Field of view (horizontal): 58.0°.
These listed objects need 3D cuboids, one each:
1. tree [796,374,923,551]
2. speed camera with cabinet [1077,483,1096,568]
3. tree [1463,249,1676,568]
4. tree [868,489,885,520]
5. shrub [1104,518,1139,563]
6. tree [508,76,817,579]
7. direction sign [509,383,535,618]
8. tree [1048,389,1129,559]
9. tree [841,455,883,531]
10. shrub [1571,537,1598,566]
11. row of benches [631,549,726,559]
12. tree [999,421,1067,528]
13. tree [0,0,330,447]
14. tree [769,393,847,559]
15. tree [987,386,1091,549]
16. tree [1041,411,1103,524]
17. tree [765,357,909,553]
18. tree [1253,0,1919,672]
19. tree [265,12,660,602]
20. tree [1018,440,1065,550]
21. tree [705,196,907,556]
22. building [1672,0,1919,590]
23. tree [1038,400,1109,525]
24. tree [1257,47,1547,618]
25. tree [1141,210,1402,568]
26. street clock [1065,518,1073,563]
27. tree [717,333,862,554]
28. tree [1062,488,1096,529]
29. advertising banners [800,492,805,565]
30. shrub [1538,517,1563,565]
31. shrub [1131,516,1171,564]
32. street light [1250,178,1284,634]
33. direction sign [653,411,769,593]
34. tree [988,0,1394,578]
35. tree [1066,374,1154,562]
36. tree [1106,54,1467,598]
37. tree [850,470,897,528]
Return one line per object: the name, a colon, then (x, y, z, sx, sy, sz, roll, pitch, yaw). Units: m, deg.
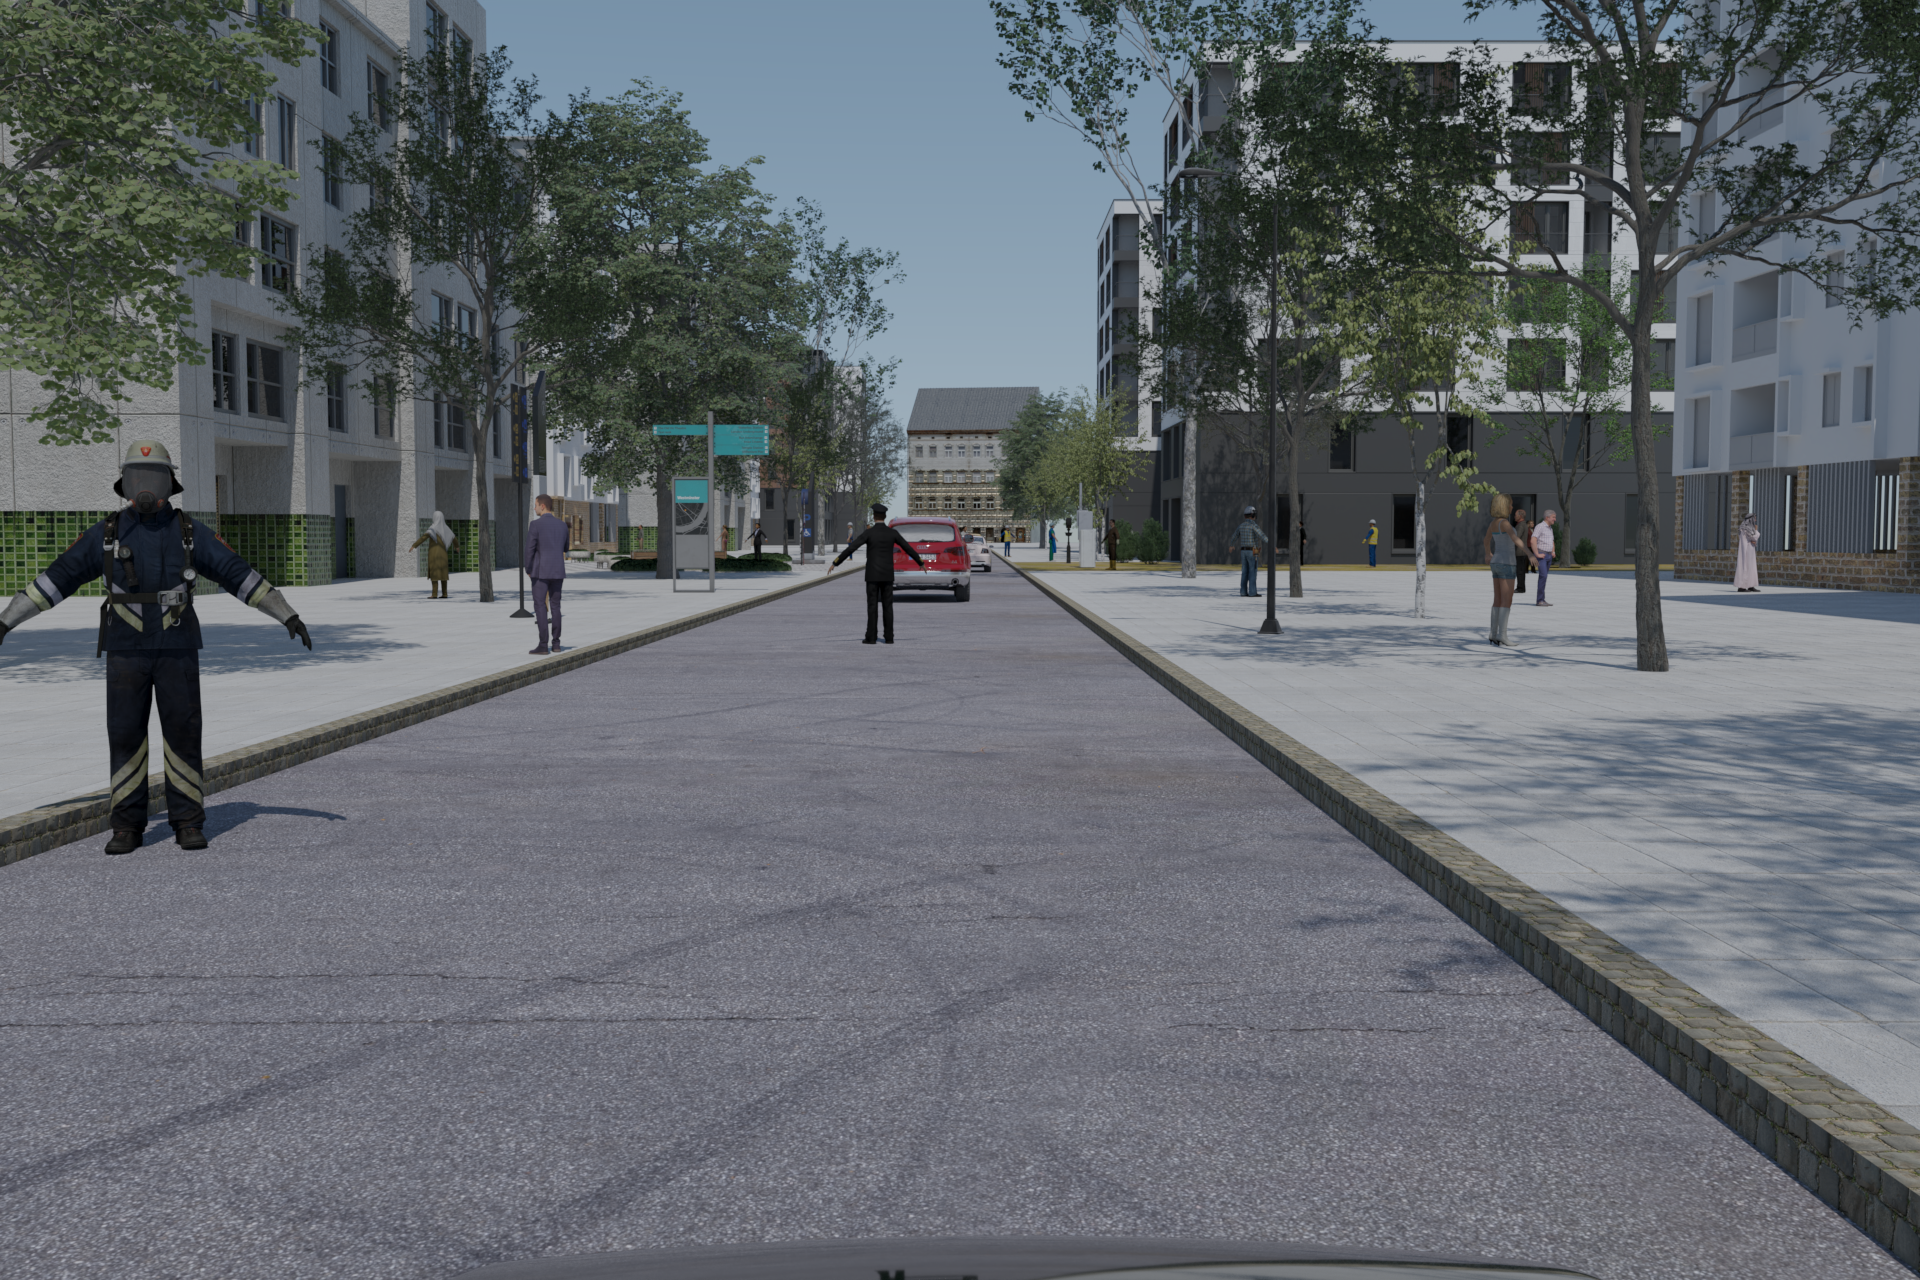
tree: (-7.872, -13.589, 132.554, 12.009, 13.543, 11.850, 0, 3, 0)
speed camera with cabinet: (4.840, -4.398, 66.240, 0.660, 3.252, 2.038, 0, 4, 1)
tree: (22.657, -8.498, 64.698, 9.928, 11.665, 9.643, 0, 3, 0)
tree: (-14.361, -19.663, 255.894, 7.601, 10.594, 8.767, 0, 4, -2)
shrub: (7.131, -4.402, 76.392, 1.690, 2.028, 1.600, 0, 3, 0)
tree: (-8.331, -8.709, 49.049, 9.857, 13.997, 8.962, 0, 3, 0)
direction sign: (-6.734, -2.112, 26.526, 0.379, 3.537, 0.876, 0, 4, 0)
tree: (6.710, -8.368, 87.179, 4.737, 8.622, 4.395, 0, 3, 0)
tree: (-8.414, -12.870, 160.794, 4.360, 8.622, 3.978, 0, 3, 0)
shrub: (24.973, -3.555, 69.245, 1.383, 1.207, 1.383, 0, 3, 0)
row of benches: (-11.867, -3.492, 72.561, 4.104, 0.672, 1.422, -1, 4, -22)
tree: (7.458, -14.939, 162.385, 7.486, 12.596, 7.792, 0, 3, 0)
tree: (-9.502, -5.912, 14.795, 7.486, 12.596, 7.792, 0, 3, 0)
tree: (-7.870, -8.432, 88.222, 4.737, 8.622, 4.395, 0, 3, 0)
tree: (7.094, -14.883, 149.985, 9.857, 13.997, 8.962, 0, 3, 0)
tree: (7.060, -9.317, 102.697, 4.737, 8.622, 4.395, 0, 3, 0)
tree: (-8.467, -12.772, 119.188, 12.009, 13.543, 11.850, 0, 3, 0)
tree: (6.181, -4.994, 16.058, 7.601, 10.594, 8.767, 1, 4, 18)
tree: (-9.184, -5.979, 32.163, 8.767, 10.594, 7.601, 3, 5, 42)
tree: (6.738, -11.377, 136.382, 4.737, 8.622, 4.395, 0, 3, 0)
tree: (-9.176, -14.937, 100.117, 12.611, 20.169, 13.585, 0, 3, 0)
building: (25.369, -11.654, 46.964, 16.016, 20.090, 11.380, 0, 4, 0)
tree: (6.506, -8.768, 93.714, 4.737, 8.622, 4.395, 0, 3, 0)
tree: (6.833, -4.625, 25.974, 4.737, 8.622, 4.395, 0, 3, 0)
tree: (11.461, -9.496, 65.627, 12.009, 13.543, 11.850, 0, 3, 0)
street clock: (4.751, -4.354, 75.754, 0.358, 2.002, 0.471, 0, 4, -1)
tree: (-8.362, -8.931, 80.433, 8.767, 10.594, 7.601, 2, 4, 34)
tree: (18.176, -20.447, 252.439, 7.486, 12.596, 7.792, 0, 3, 0)
advertising banners: (-6.505, -4.620, 71.730, 0.090, 3.025, 2.074, 0, 4, -1)
shrub: (24.184, -4.118, 71.377, 1.661, 2.075, 1.752, 0, 3, 0)
shrub: (8.071, -4.207, 73.211, 1.690, 2.028, 1.600, 0, 3, 0)
street light: (4.547, -3.033, 22.133, 1.470, 5.913, 1.316, 0, 3, 0)
direction sign: (-5.416, -3.034, 38.362, 2.525, 3.948, 1.411, 0, 4, 1)
tree: (8.083, -11.829, 49.291, 12.611, 20.169, 13.585, 0, 3, 0)
tree: (6.818, -7.985, 80.918, 4.737, 8.622, 4.395, 0, 3, 0)
tree: (6.456, -6.128, 34.613, 7.601, 10.594, 8.767, -1, 4, -14)
tree: (-7.666, -12.276, 151.068, 4.737, 8.622, 4.395, 0, 3, 0)
